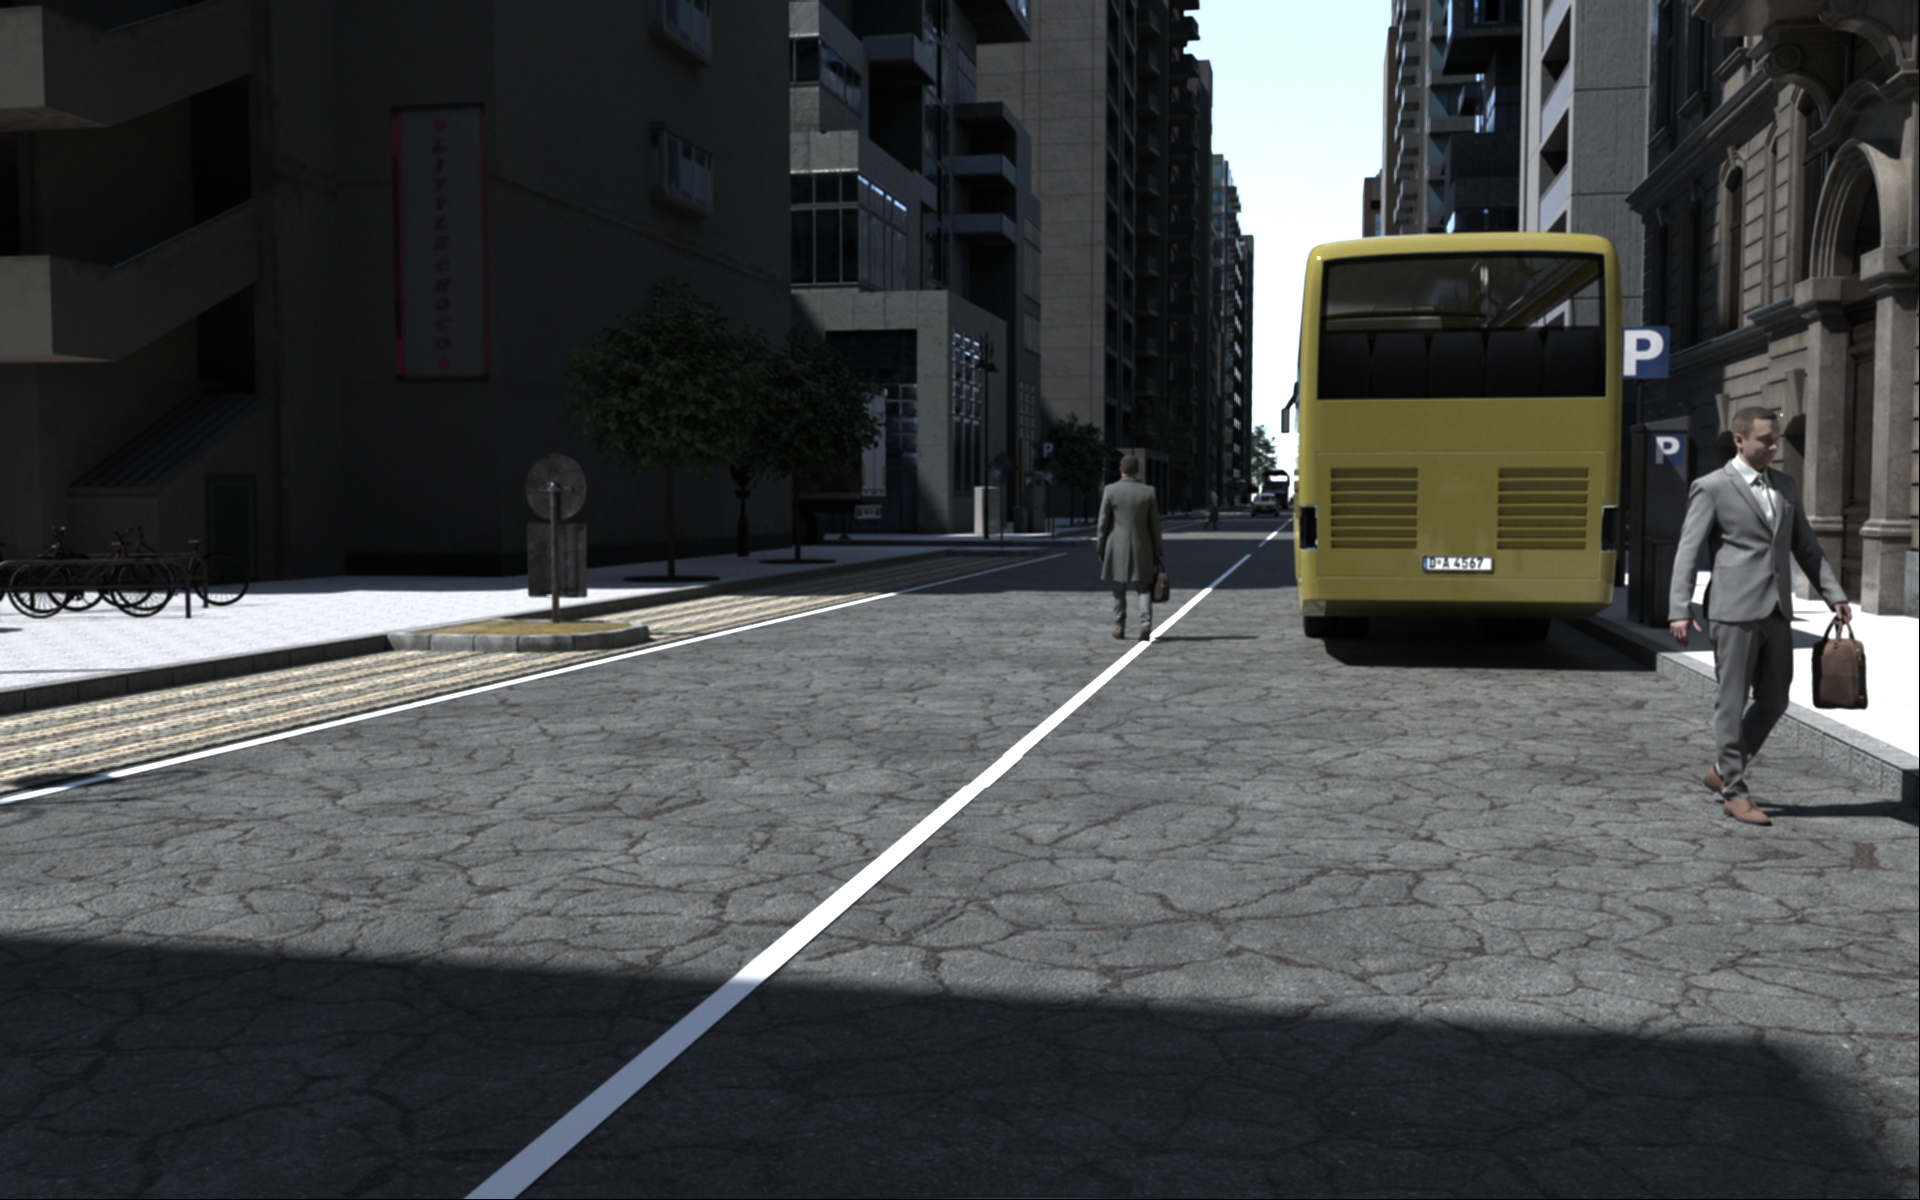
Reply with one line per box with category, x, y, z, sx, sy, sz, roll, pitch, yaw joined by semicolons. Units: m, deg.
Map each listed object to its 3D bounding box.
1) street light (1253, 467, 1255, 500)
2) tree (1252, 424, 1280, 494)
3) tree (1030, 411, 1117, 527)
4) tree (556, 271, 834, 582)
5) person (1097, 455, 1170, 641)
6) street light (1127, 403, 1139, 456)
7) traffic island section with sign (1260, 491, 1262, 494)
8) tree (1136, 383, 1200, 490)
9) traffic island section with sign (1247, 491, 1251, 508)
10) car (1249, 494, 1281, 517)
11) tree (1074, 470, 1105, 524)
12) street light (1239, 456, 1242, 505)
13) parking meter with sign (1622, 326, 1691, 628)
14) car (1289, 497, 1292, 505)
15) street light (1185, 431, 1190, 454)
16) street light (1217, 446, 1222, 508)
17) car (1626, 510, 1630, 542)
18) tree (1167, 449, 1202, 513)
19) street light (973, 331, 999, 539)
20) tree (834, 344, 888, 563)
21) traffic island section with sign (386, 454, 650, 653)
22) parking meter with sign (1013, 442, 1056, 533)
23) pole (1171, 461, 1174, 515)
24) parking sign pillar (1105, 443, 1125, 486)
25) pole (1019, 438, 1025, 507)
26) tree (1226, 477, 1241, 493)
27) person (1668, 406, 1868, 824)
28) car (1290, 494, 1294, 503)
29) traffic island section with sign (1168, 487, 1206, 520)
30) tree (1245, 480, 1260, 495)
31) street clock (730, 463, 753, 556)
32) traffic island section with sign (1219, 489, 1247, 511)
street light;41.372;-16.576;243.802;0.468;5.910;1.993;1;4;12
tree;47.867;-22.056;278.744;7.486;12.596;7.792;0;3;0
tree;4.437;-5.142;67.792;4.285;4.588;4.351;0;3;0
tree;-4.222;-2.570;25.733;4.285;4.588;4.351;0;3;0
person;1.688;-0.512;16.968;0.694;1.812;0.767;0;4;-1
street light;8.780;-7.045;87.978;0.468;5.910;1.993;1;4;12
traffic island section with sign;45.277;-14.964;253.294;1.989;1.847;2.006;1;4;12
tree;13.699;-10.090;115.328;4.737;8.622;4.395;0;3;0
traffic island section with sign;28.445;-10.023;172.506;1.989;1.847;2.006;1;4;12
car;19.401;-6.105;110.045;2.015;1.641;3.980;1;4;12
tree;5.524;-4.863;74.103;1.663;3.219;1.824;0;3;0
street light;33.315;-14.248;205.737;0.468;5.910;1.993;1;4;12
parking meter with sign;6.959;-1.287;17.307;0.543;3.016;1.738;1;4;10
car;40.954;-12.858;219.022;1.959;1.807;4.718;1;4;10
street light;16.311;-9.255;124.107;0.468;5.910;1.993;1;4;12
street light;24.226;-11.585;162.201;0.468;5.910;1.993;1;4;12
car;18.425;-2.032;42.015;4.718;1.807;1.959;1;4;10
tree;15.023;-8.308;119.543;4.285;4.588;4.351;0;3;0
street light;0.754;-4.674;49.215;0.468;5.910;1.993;1;4;12
tree;-3.099;-2.984;32.503;4.285;4.588;4.351;0;3;0
traffic island section with sign;-4.076;-0.482;16.512;1.989;1.847;2.006;1;4;12
parking meter with sign;2.444;-3.732;57.277;0.543;3.016;1.738;3;5;40
pole;12.929;-6.816;105.287;0.158;3.312;0.155;0;3;0
parking sign pillar;8.227;-6.240;90.497;1.447;3.967;1.447;2;4;29
pole;2.252;-4.242;63.207;0.158;3.312;0.155;0;3;0
tree;31.192;-12.490;198.809;1.663;3.219;1.824;0;3;0
person;3.489;0.063;7.592;0.709;1.813;0.853;-1;4;-16
car;47.960;-14.729;251.036;2.015;1.641;3.980;1;4;12
traffic island section with sign;12.778;-5.425;97.325;1.989;1.847;2.006;1;4;12
tree;39.790;-14.853;237.450;1.663;3.219;1.824;0;3;0
street clock;-4.473;-1.903;35.678;0.471;2.002;0.358;1;4;12
traffic island section with sign;22.938;-8.409;146.117;1.989;1.847;2.006;1;4;12
